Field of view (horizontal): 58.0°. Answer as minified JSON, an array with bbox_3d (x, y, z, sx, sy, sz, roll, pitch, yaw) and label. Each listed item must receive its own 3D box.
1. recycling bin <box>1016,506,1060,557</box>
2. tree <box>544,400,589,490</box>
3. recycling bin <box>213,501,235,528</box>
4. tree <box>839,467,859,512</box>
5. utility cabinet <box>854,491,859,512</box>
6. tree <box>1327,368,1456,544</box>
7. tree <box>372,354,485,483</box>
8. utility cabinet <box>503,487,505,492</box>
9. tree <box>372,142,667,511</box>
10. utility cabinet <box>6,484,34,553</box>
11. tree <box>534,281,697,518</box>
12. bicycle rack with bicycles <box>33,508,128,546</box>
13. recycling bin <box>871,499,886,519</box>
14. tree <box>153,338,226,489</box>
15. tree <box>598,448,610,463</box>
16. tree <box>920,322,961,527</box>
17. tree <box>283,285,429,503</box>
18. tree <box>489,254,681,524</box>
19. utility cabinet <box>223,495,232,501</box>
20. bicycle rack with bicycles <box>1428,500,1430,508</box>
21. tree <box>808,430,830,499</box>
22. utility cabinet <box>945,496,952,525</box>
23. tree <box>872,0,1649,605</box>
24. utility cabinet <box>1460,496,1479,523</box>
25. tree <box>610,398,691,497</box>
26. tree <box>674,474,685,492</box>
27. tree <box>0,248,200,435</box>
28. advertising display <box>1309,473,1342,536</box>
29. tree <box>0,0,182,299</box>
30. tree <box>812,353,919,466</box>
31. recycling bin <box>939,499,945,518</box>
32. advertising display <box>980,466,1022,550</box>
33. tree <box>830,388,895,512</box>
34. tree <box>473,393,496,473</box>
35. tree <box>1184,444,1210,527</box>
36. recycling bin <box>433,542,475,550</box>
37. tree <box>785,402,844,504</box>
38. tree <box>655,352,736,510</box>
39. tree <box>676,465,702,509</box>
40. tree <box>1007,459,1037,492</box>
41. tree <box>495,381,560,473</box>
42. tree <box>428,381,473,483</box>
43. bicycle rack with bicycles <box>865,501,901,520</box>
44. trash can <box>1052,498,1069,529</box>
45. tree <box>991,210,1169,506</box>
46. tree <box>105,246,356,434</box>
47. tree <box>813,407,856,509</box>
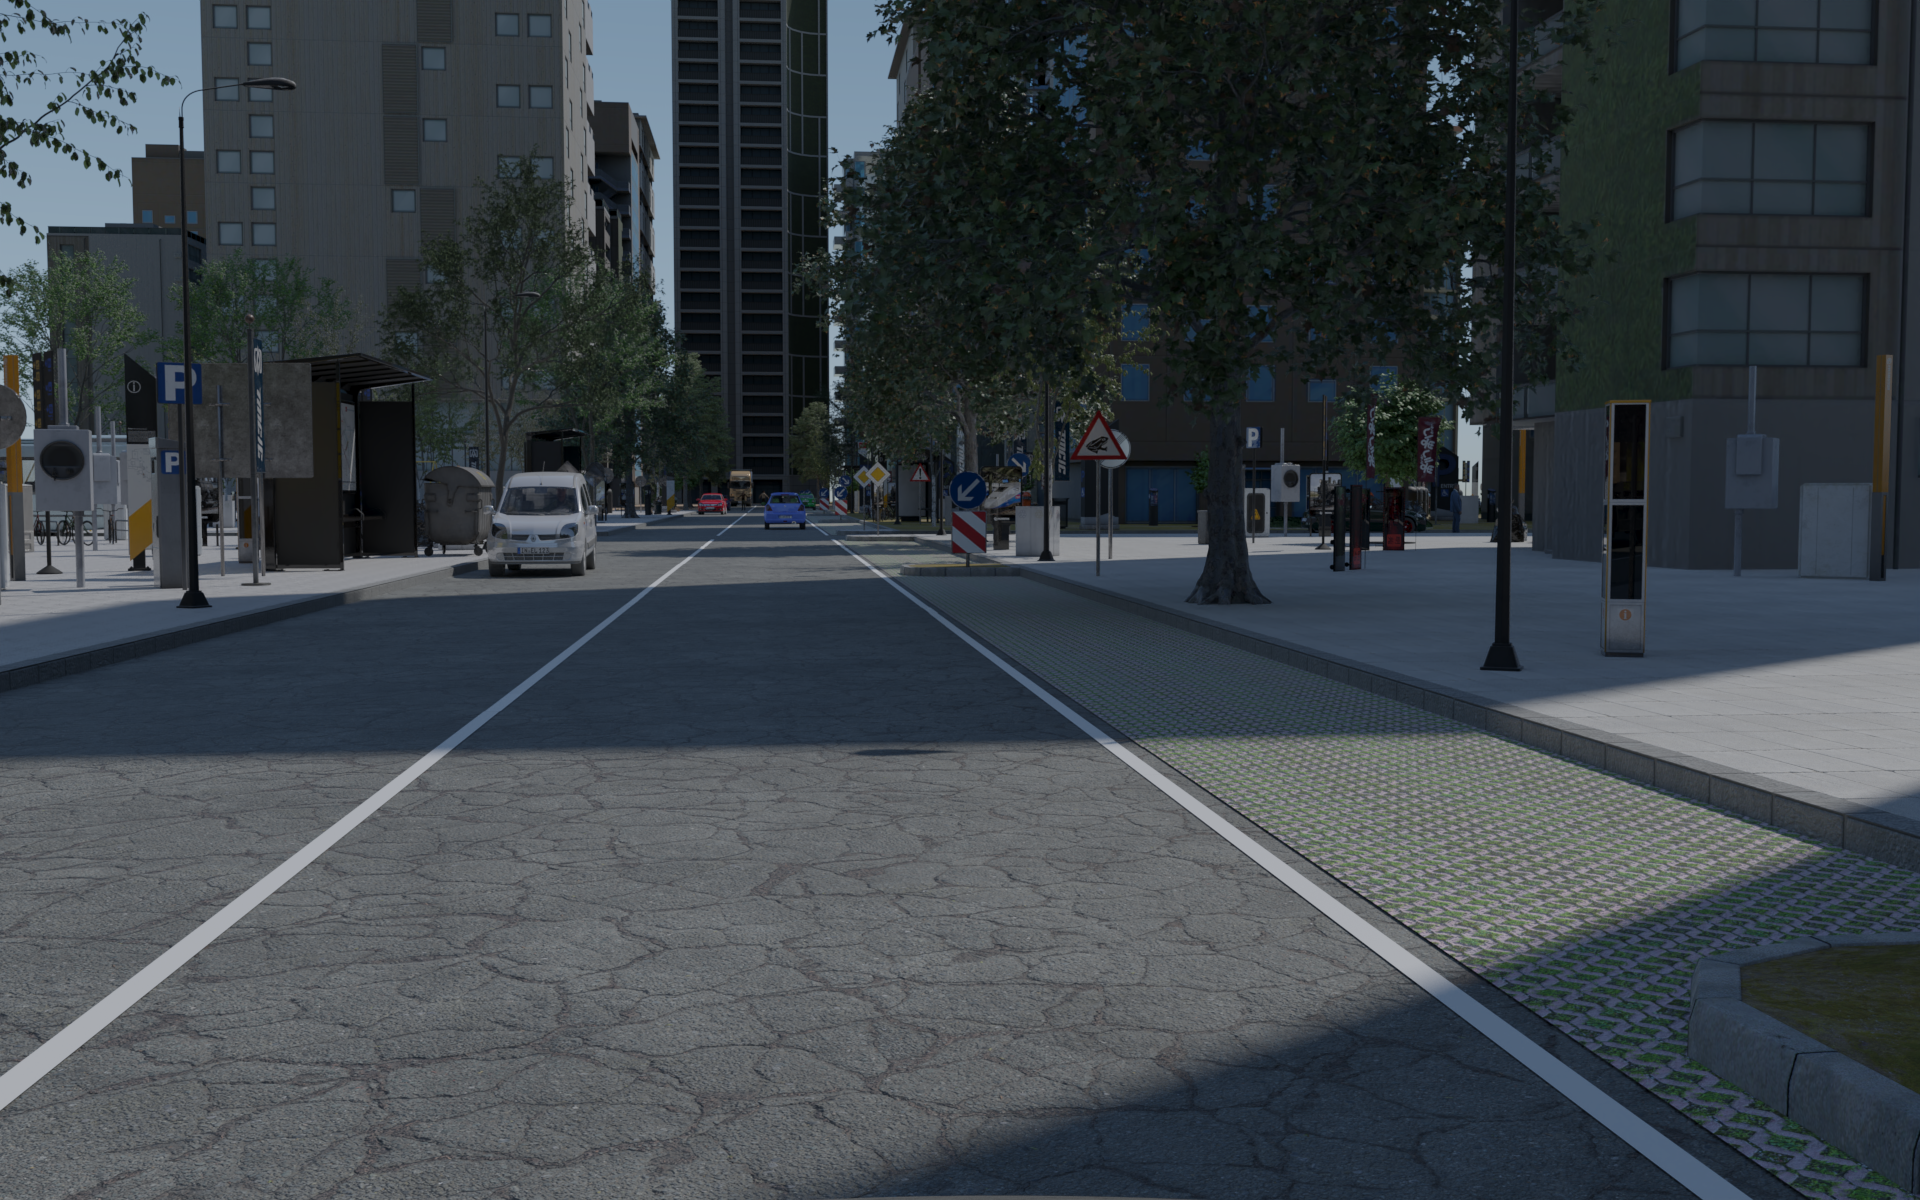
[{"bbox_3d":[1.607,-1.422,35.804,0.722,1.027,0.722,2,4,26],"label":"recycling bin"},{"bbox_3d":[-26.571,-10.340,119.427,4.737,8.622,4.395,0,3,0],"label":"tree"},{"bbox_3d":[-27.903,-3.247,65.647,0.722,1.027,0.722,-1,4,-17],"label":"recycling bin"},{"bbox_3d":[-7.675,-7.858,123.076,1.663,3.219,1.824,0,3,0],"label":"tree"},{"bbox_3d":[-6.896,-6.862,120.867,0.318,1.500,1.173,2,4,34],"label":"utility cabinet"},{"bbox_3d":[11.220,-3.752,45.058,4.285,4.588,4.351,0,3,0],"label":"tree"},{"bbox_3d":[-27.050,-8.524,89.737,4.737,8.622,4.395,0,3,0],"label":"tree"},{"bbox_3d":[-13.118,-2.656,52.098,1.173,1.500,0.318,-1,4,-18],"label":"utility cabinet"},{"bbox_3d":[-12.112,-6.824,45.982,7.601,10.594,8.767,1,4,22],"label":"tree"},{"bbox_3d":[-20.610,-1.753,37.348,0.318,1.500,1.173,2,4,26],"label":"utility cabinet"},{"bbox_3d":[-17.725,-10.715,92.202,9.611,12.733,9.660,0,3,0],"label":"tree"},{"bbox_3d":[-22.216,-1.866,43.889,2.852,0.926,2.925,-3,4,-39],"label":"bicycle rack with bicycles"},{"bbox_3d":[-4.295,-4.798,91.001,0.722,1.027,0.722,0,4,-7],"label":"recycling bin"},{"bbox_3d":[-36.271,-8.093,82.684,4.737,8.622,4.395,0,3,0],"label":"tree"},{"bbox_3d":[-27.305,-10.894,128.475,4.360,8.622,3.978,0,3,0],"label":"tree"},{"bbox_3d":[-0.802,-7.205,68.168,4.360,8.622,3.978,0,3,0],"label":"tree"},{"bbox_3d":[-22.281,-6.835,62.122,4.360,8.622,3.978,0,3,0],"label":"tree"},{"bbox_3d":[-16.208,-9.138,75.169,9.928,11.665,9.643,0,3,0],"label":"tree"},{"bbox_3d":[-42.706,-5.465,100.521,1.020,1.237,0.306,0,4,4],"label":"utility cabinet"},{"bbox_3d":[31.122,-6.275,115.971,2.925,0.926,2.852,-1,4,-19],"label":"bicycle rack with bicycles"},{"bbox_3d":[-13.617,-14.226,182.952,4.737,8.622,4.395,0,3,0],"label":"tree"},{"bbox_3d":[-0.470,-3.673,71.213,0.306,1.237,1.020,0,3,0],"label":"utility cabinet"},{"bbox_3d":[3.045,-6.303,20.067,9.611,12.733,9.660,0,3,0],"label":"tree"},{"bbox_3d":[22.119,-3.946,75.678,1.020,1.237,0.306,0,4,-6],"label":"utility cabinet"},{"bbox_3d":[-19.018,-9.752,109.805,4.360,8.622,3.978,0,3,0],"label":"tree"},{"bbox_3d":[-21.719,-8.267,129.765,1.663,3.219,1.824,0,3,0],"label":"tree"},{"bbox_3d":[-37.610,-8.997,72.863,9.928,11.665,9.643,0,3,0],"label":"tree"},{"bbox_3d":[11.058,-2.889,52.451,0.974,1.923,0.123,0,4,7],"label":"advertising display"},{"bbox_3d":[-8.376,-3.826,12.924,4.360,8.622,3.978,0,3,0],"label":"tree"},{"bbox_3d":[-5.460,-10.497,106.038,7.601,10.594,8.767,1,4,8],"label":"tree"},{"bbox_3d":[-0.938,-4.844,91.756,0.722,1.027,0.722,-1,4,-17],"label":"recycling bin"},{"bbox_3d":[0.947,-2.119,39.863,0.974,1.923,0.123,-1,4,-9],"label":"advertising display"},{"bbox_3d":[-4.791,-9.049,98.313,4.737,8.622,4.395,0,3,0],"label":"tree"},{"bbox_3d":[-32.693,-10.286,118.537,4.360,8.622,3.978,0,3,0],"label":"tree"},{"bbox_3d":[9.512,-4.435,67.109,1.663,3.219,1.824,0,3,0],"label":"tree"},{"bbox_3d":[-12.122,-1.769,41.481,0.722,1.027,0.722,2,4,35],"label":"recycling bin"},{"bbox_3d":[-17.905,-18.031,212.936,7.486,12.596,7.792,0,3,0],"label":"tree"},{"bbox_3d":[-21.855,-13.449,138.014,7.486,12.596,7.792,0,3,0],"label":"tree"},{"bbox_3d":[-24.217,-10.245,151.225,4.285,4.588,4.351,0,3,0],"label":"tree"},{"bbox_3d":[2.553,-5.204,79.686,1.663,3.219,1.824,0,3,0],"label":"tree"},{"bbox_3d":[-27.973,-9.992,113.737,4.360,8.622,3.978,0,3,0],"label":"tree"},{"bbox_3d":[-29.751,-8.839,94.884,4.360,8.622,3.978,0,3,0],"label":"tree"},{"bbox_3d":[-3.245,-4.382,85.033,2.852,0.926,2.925,-1,4,-19],"label":"bicycle rack with bicycles"},{"bbox_3d":[3.678,-3.196,63.906,0.748,1.137,0.748,0,3,0],"label":"trash can"},{"bbox_3d":[2.090,-5.282,36.730,4.737,8.622,4.395,0,3,0],"label":"tree"},{"bbox_3d":[-29.263,-8.937,71.868,9.928,11.665,9.643,0,3,0],"label":"tree"},{"bbox_3d":[-10.573,-11.985,146.317,4.360,8.622,3.978,0,3,0],"label":"tree"}]
